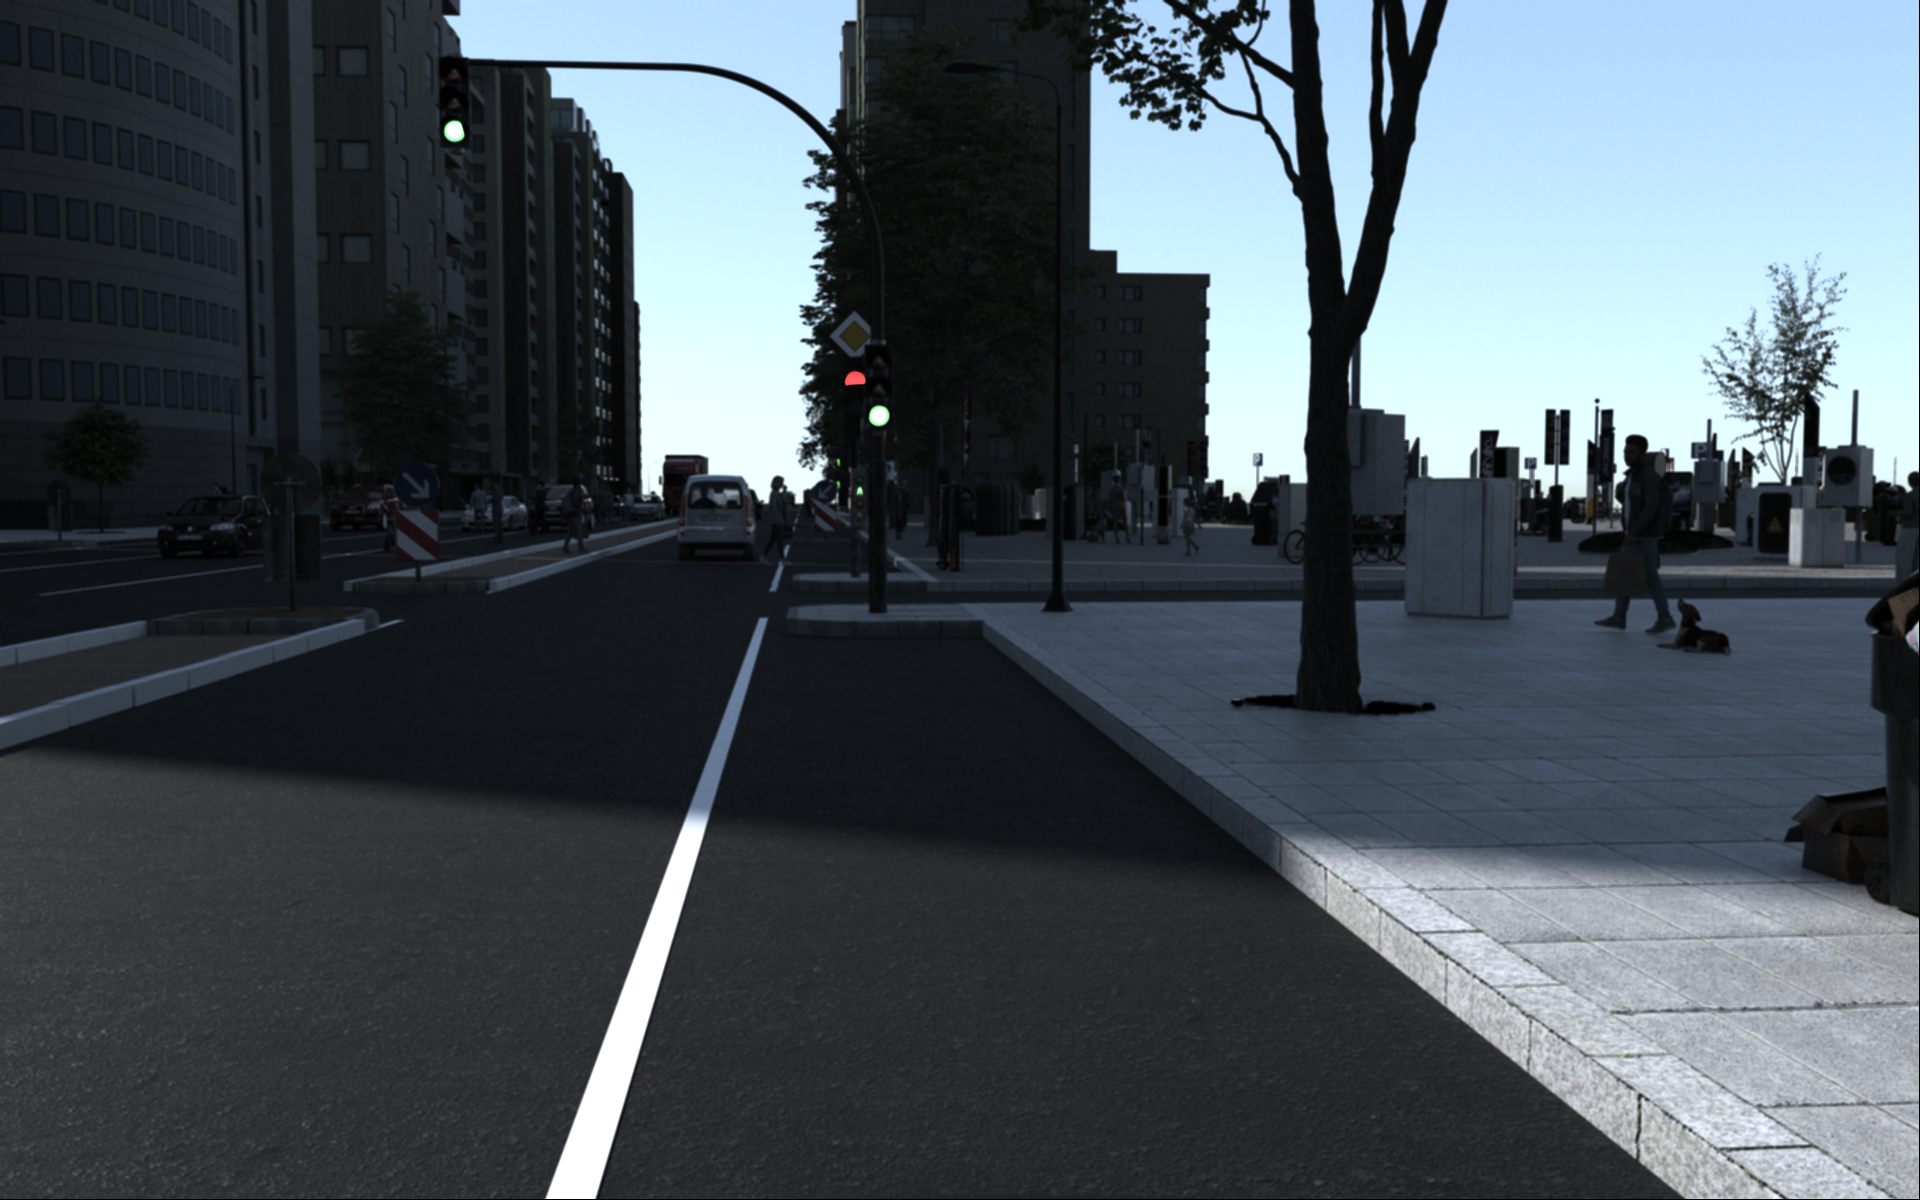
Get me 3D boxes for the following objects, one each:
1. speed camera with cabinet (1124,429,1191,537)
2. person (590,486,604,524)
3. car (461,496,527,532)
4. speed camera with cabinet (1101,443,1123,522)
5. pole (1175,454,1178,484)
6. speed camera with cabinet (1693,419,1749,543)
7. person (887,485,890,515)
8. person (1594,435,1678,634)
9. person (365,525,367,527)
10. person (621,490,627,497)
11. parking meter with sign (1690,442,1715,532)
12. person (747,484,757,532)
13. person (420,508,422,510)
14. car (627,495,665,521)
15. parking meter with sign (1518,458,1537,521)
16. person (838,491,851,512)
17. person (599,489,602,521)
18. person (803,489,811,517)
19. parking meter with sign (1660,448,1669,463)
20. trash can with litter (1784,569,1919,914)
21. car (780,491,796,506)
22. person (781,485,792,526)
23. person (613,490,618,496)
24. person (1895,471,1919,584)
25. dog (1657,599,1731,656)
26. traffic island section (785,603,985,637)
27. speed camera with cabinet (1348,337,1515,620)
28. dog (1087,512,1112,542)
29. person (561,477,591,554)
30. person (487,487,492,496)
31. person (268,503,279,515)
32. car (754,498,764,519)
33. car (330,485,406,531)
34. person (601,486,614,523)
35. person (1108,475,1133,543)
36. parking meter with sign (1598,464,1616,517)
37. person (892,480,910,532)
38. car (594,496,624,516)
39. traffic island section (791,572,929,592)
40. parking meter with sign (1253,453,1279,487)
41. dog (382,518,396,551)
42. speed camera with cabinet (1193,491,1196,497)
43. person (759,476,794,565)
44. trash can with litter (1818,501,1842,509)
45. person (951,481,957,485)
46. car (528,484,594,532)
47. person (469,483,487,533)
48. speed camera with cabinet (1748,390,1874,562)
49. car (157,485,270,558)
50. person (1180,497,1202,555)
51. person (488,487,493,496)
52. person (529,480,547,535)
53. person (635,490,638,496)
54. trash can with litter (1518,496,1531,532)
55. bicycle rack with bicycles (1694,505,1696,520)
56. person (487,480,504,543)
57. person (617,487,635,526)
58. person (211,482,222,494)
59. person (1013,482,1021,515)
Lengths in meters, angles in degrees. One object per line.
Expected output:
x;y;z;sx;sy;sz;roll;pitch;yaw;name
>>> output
5.975;-3.549;52.366;0.660;3.252;2.038;-3;5;-41;speed camera with cabinet
-17.588;-4.596;83.822;0.661;1.801;0.590;1;4;22;person
-18.165;-3.381;67.648;2.083;1.381;4.827;0;4;-3;car
6.169;-4.461;67.269;0.660;3.252;2.038;2;4;32;speed camera with cabinet
11.124;-5.818;88.970;0.158;3.312;0.155;0;3;0;pole
20.385;-3.124;45.409;2.038;3.252;0.660;3;4;37;speed camera with cabinet
-4.300;-6.000;104.273;1.348;1.807;0.705;-1;4;-13;person
6.203;-0.601;15.850;0.713;1.824;0.794;1;4;19;person
-25.598;-4.020;74.248;0.581;1.822;0.654;3;4;38;person
-41.655;-12.794;215.234;0.705;1.822;1.348;1;4;22;person
24.740;-3.748;57.537;0.543;3.016;1.738;1;4;11;parking meter with sign
-7.943;-3.481;65.227;0.655;1.846;0.447;1;4;20;person
-32.166;-5.906;103.047;0.683;1.767;0.568;3;5;41;person
-17.103;-5.045;94.489;2.014;1.417;4.499;0;4;-4;car
27.190;-5.344;83.628;0.543;3.016;1.738;0;4;-5;parking meter with sign
-8.360;-7.315;125.658;1.348;1.821;0.705;-3;4;-38;person
-19.162;-5.037;91.855;0.522;1.701;0.512;-2;4;-35;person
-9.576;-6.028;107.584;0.750;1.759;0.617;2;4;28;person
27.772;-4.286;66.344;1.738;3.016;0.543;0;4;-2;parking meter with sign
3.021;0.359;5.511;0.624;1.170;1.055;0;4;-7;trash can with litter
-21.004;-12.297;209.725;2.281;1.827;5.304;0;4;-5;car
-7.343;-3.896;72.401;0.606;1.804;0.583;1;4;22;person
-41.820;-12.497;210.388;0.705;1.821;1.348;1;4;18;person
13.798;-0.982;25.110;0.519;1.759;0.362;-1;4;-17;person
6.005;0.219;14.155;0.550;0.427;0.748;1;4;20;dog
-0.876;0.214;18.786;2.009;0.180;2.903;0;4;-5;traffic island section
4.886;-1.476;18.461;0.660;3.252;2.038;-3;5;-40;speed camera with cabinet
3.586;-1.943;46.142;0.800;0.831;0.513;2;4;26;dog
-9.098;-1.988;40.996;0.713;1.824;0.794;-1;4;-9;person
-26.109;-5.371;96.088;0.755;1.850;0.659;2;4;31;person
-23.823;-3.136;60.045;0.520;1.790;0.573;1;4;11;person
-12.288;-5.341;99.119;2.131;1.459;4.920;0;4;-6;car
-23.590;-3.700;69.170;2.281;1.827;5.304;0;4;-5;car
-17.619;-4.766;86.533;0.694;1.812;0.767;-2;4;-34;person
4.183;-2.376;45.231;0.599;1.781;0.374;2;4;32;person
37.054;-6.302;99.299;0.543;3.016;1.738;3;4;38;parking meter with sign
-1.968;-3.193;58.666;0.576;1.772;0.534;-3;5;-40;person
-23.364;-6.289;115.411;1.945;1.354;3.894;0;4;-6;car
-1.588;-0.273;26.739;2.009;0.180;2.903;0;4;-5;traffic island section
13.470;-4.782;74.447;1.738;3.016;0.543;-2;4;-26;parking meter with sign
-14.396;-1.659;43.963;0.513;0.831;0.800;0;4;-2;dog
12.023;-5.958;91.746;0.660;3.252;2.038;1;4;18;speed camera with cabinet
-3.683;-1.601;34.867;0.728;1.800;0.709;0;4;8;person
29.221;-2.882;58.514;1.055;1.170;0.624;-2;4;-29;trash can with litter
-0.332;-4.031;71.919;0.580;1.828;0.573;1;4;9;person
-15.324;-3.548;66.675;2.281;1.827;5.304;0;4;-5;car
-17.657;-3.371;63.474;0.638;1.841;0.748;-1;4;-13;person
16.412;-2.386;33.354;0.660;3.252;2.038;-3;4;-37;speed camera with cabinet
-17.139;-1.855;40.111;2.009;1.686;4.222;0;4;-5;car
4.801;-1.537;36.193;0.382;1.210;0.505;3;4;37;person
-20.716;-4.197;77.219;0.694;1.812;0.767;1;4;11;person
-14.581;-3.187;59.971;0.648;1.900;0.474;2;4;35;person
-32.011;-9.949;171.145;0.705;1.826;1.348;-2;4;-23;person
18.085;-2.769;56.336;2.233;1.210;1.678;-3;5;-41;trash can with litter
36.154;-4.416;85.586;2.852;0.926;2.925;0;4;8;bicycle rack with bicycles
-13.561;-2.579;50.477;0.447;1.846;0.655;0;4;6;person
-15.141;-4.229;78.324;0.731;1.740;0.598;-2;4;-32;person
-22.727;-2.711;52.953;0.853;1.813;0.709;-3;5;-42;person
1.924;-3.301;61.023;0.512;1.701;0.522;-1;4;-17;person
